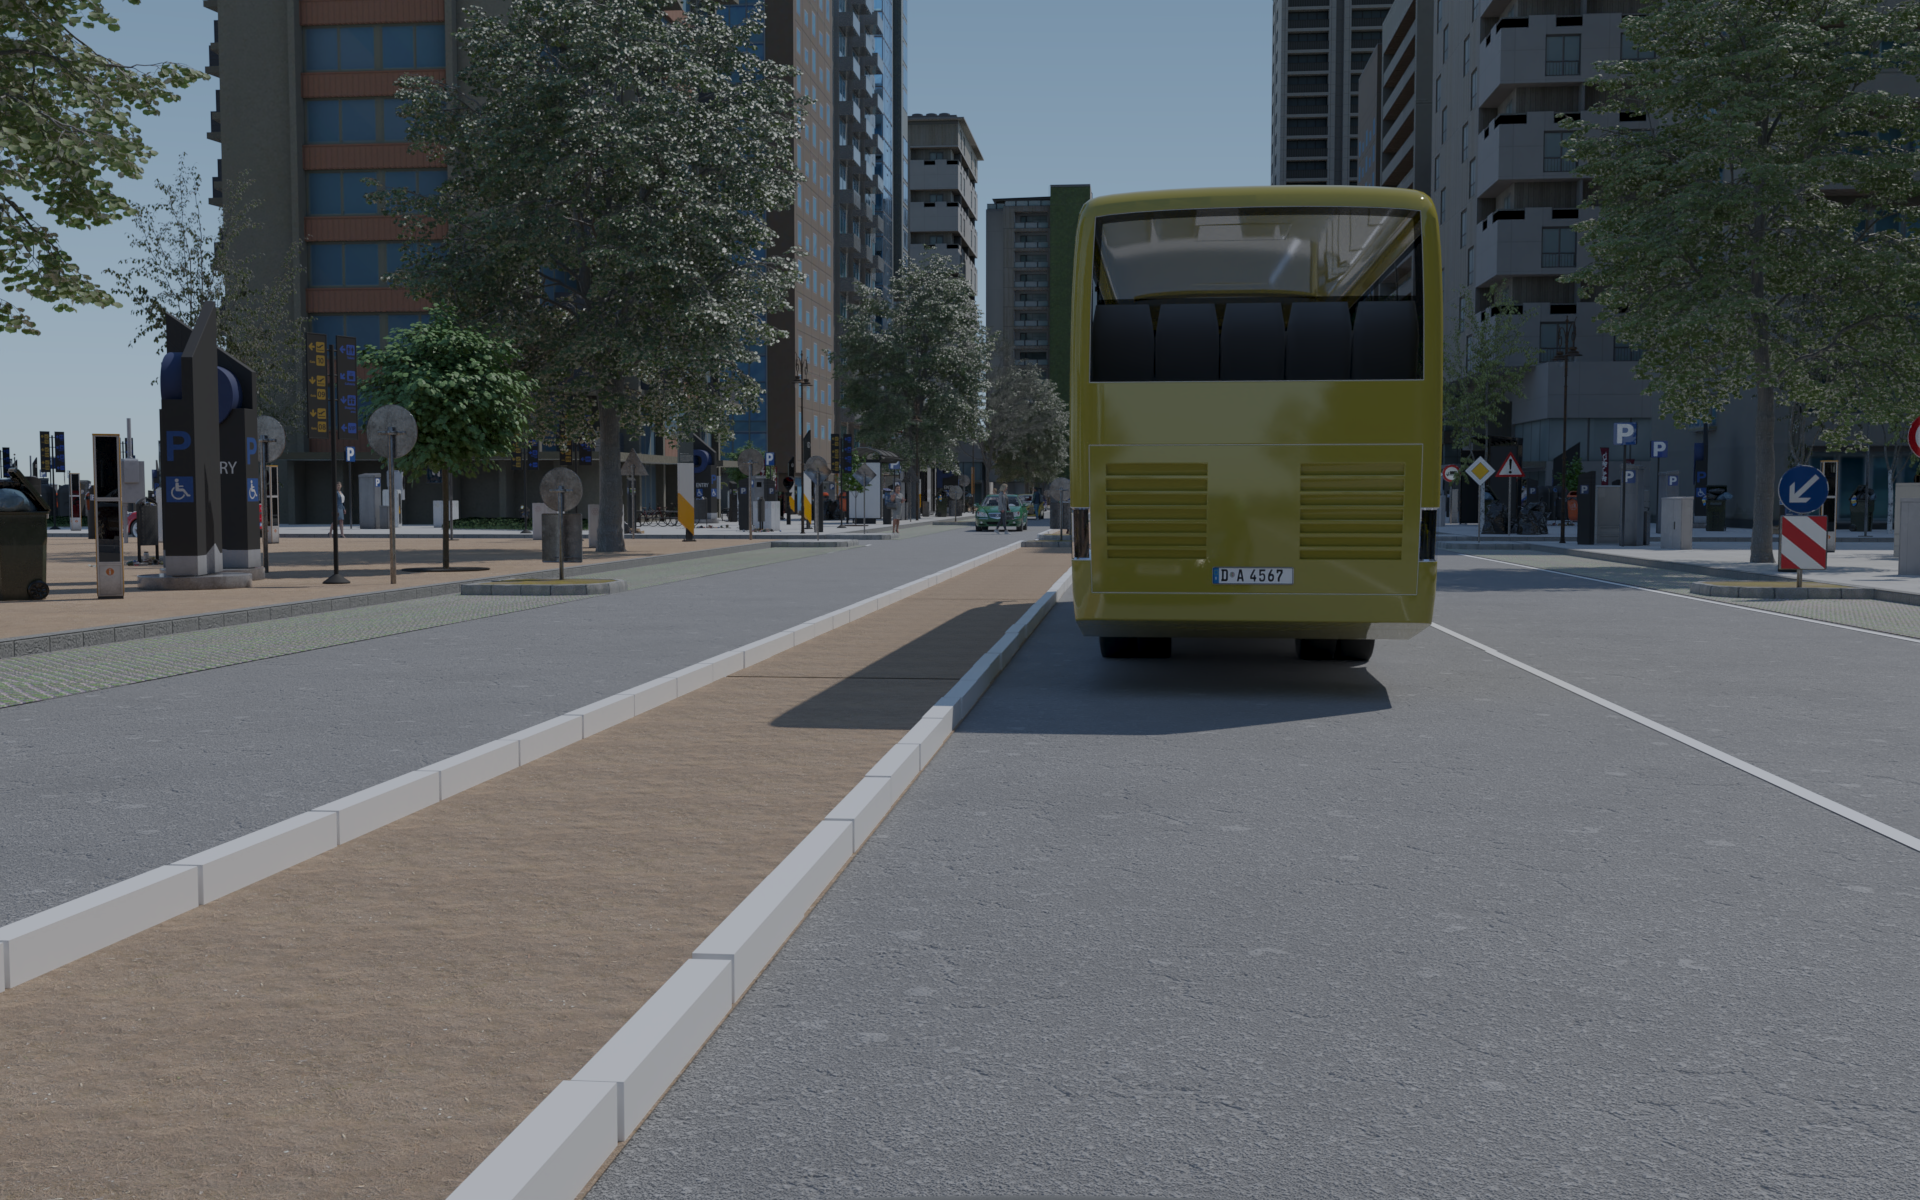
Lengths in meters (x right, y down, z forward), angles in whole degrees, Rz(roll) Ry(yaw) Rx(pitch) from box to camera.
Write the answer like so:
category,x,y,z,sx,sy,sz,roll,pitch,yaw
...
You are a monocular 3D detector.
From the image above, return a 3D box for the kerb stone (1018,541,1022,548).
category,x,y,z,sx,sy,sz,roll,pitch,yaw
kerb stone,1.457,-1.409,45.239,0.120,0.150,1.000,0,4,6

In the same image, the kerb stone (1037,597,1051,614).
category,x,y,z,sx,sy,sz,roll,pitch,yaw
kerb stone,0.970,0.096,20.621,0.120,0.150,1.000,0,4,6

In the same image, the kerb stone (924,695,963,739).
category,x,y,z,sx,sy,sz,roll,pitch,yaw
kerb stone,-0.107,0.719,10.433,0.120,0.150,1.000,0,4,6

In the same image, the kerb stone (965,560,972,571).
category,x,y,z,sx,sy,sz,roll,pitch,yaw
kerb stone,0.057,-0.599,31.996,0.120,0.150,1.000,0,4,6

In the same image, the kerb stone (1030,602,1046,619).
category,x,y,z,sx,sy,sz,roll,pitch,yaw
kerb stone,0.858,0.158,19.605,0.120,0.150,1.000,0,4,6

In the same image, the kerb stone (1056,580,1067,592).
category,x,y,z,sx,sy,sz,roll,pitch,yaw
kerb stone,1.402,-0.153,24.719,0.120,0.150,1.000,0,4,6

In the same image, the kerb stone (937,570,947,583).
category,x,y,z,sx,sy,sz,roll,pitch,yaw
kerb stone,-0.369,-0.344,27.905,0.120,0.150,1.000,0,4,6

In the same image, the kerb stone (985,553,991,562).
category,x,y,z,sx,sy,sz,roll,pitch,yaw
kerb stone,0.485,-0.848,36.068,0.120,0.150,1.000,0,4,6

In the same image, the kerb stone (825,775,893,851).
category,x,y,z,sx,sy,sz,roll,pitch,yaw
kerb stone,-0.426,0.911,7.370,0.120,0.150,1.000,0,4,6

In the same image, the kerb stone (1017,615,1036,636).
category,x,y,z,sx,sy,sz,roll,pitch,yaw
kerb stone,0.649,0.283,17.564,0.120,0.150,1.000,0,4,6

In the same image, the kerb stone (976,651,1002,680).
category,x,y,z,sx,sy,sz,roll,pitch,yaw
kerb stone,0.210,0.537,13.487,0.120,0.150,1.000,0,4,6

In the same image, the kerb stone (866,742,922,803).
category,x,y,z,sx,sy,sz,roll,pitch,yaw
kerb stone,-0.321,0.845,8.388,0.120,0.150,1.000,0,4,6

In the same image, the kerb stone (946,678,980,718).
category,x,y,z,sx,sy,sz,roll,pitch,yaw
kerb stone,0.007,0.659,11.453,0.120,0.150,1.000,0,4,6

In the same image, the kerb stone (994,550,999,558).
category,x,y,z,sx,sy,sz,roll,pitch,yaw
kerb stone,0.696,-0.973,38.108,0.120,0.150,1.000,0,4,6

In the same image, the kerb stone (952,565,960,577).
category,x,y,z,sx,sy,sz,roll,pitch,yaw
kerb stone,-0.154,-0.474,29.941,0.120,0.150,1.000,0,4,6

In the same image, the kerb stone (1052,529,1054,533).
category,x,y,z,sx,sy,sz,roll,pitch,yaw
kerb stone,3.125,-2.378,61.092,0.120,0.150,1.000,0,4,6

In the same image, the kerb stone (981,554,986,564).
category,x,y,z,sx,sy,sz,roll,pitch,yaw
kerb stone,0.380,-0.786,35.052,0.120,0.150,1.000,0,4,6

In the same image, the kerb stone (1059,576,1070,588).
category,x,y,z,sx,sy,sz,roll,pitch,yaw
kerb stone,1.512,-0.217,25.741,0.120,0.150,1.000,0,4,6

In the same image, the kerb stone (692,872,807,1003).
category,x,y,z,sx,sy,sz,roll,pitch,yaw
kerb stone,-0.637,1.032,5.337,0.120,0.150,1.000,0,4,6

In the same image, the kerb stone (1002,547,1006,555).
category,x,y,z,sx,sy,sz,roll,pitch,yaw
kerb stone,0.916,-1.098,40.147,0.120,0.150,1.000,0,4,6

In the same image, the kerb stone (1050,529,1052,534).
category,x,y,z,sx,sy,sz,roll,pitch,yaw
kerb stone,3.021,-2.317,60.071,0.120,0.150,1.000,0,4,6

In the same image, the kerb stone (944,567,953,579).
category,x,y,z,sx,sy,sz,roll,pitch,yaw
kerb stone,-0.269,-0.411,28.926,0.120,0.150,1.000,0,4,6

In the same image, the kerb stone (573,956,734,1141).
category,x,y,z,sx,sy,sz,roll,pitch,yaw
kerb stone,-0.744,1.101,4.305,0.120,0.150,1.000,0,4,6

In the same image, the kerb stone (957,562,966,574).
category,x,y,z,sx,sy,sz,roll,pitch,yaw
kerb stone,-0.048,-0.534,30.967,0.120,0.150,1.000,0,4,6

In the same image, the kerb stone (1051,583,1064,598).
category,x,y,z,sx,sy,sz,roll,pitch,yaw
kerb stone,1.302,-0.091,23.689,0.120,0.150,1.000,0,4,6

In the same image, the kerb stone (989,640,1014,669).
category,x,y,z,sx,sy,sz,roll,pitch,yaw
kerb stone,0.330,0.471,14.502,0.120,0.150,1.000,0,4,6

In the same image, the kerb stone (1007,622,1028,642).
category,x,y,z,sx,sy,sz,roll,pitch,yaw
kerb stone,0.530,0.345,16.549,0.120,0.150,1.000,0,4,6

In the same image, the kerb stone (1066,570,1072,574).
category,x,y,z,sx,sy,sz,roll,pitch,yaw
kerb stone,1.728,-0.342,27.780,0.120,0.150,1.000,0,4,6

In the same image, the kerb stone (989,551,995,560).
category,x,y,z,sx,sy,sz,roll,pitch,yaw
kerb stone,0.597,-0.911,37.091,0.120,0.150,1.000,0,4,6

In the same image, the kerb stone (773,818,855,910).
category,x,y,z,sx,sy,sz,roll,pitch,yaw
kerb stone,-0.537,0.979,6.355,0.120,0.150,1.000,0,4,6

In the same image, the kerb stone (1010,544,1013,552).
category,x,y,z,sx,sy,sz,roll,pitch,yaw
kerb stone,1.135,-1.214,42.180,0.120,0.150,1.000,0,4,6

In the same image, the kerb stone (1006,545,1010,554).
category,x,y,z,sx,sy,sz,roll,pitch,yaw
kerb stone,1.025,-1.159,41.163,0.120,0.150,1.000,0,4,6

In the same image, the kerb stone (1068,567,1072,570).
category,x,y,z,sx,sy,sz,roll,pitch,yaw
kerb stone,1.843,-0.404,28.796,0.120,0.150,1.000,0,4,6

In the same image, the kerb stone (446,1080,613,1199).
category,x,y,z,sx,sy,sz,roll,pitch,yaw
kerb stone,-0.860,1.156,3.290,0.120,0.150,1.000,0,4,6

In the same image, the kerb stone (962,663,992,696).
category,x,y,z,sx,sy,sz,roll,pitch,yaw
kerb stone,0.111,0.597,12.470,0.120,0.150,1.000,0,4,6

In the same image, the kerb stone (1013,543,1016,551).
category,x,y,z,sx,sy,sz,roll,pitch,yaw
kerb stone,1.245,-1.284,43.196,0.120,0.150,1.000,0,4,6

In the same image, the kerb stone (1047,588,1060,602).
category,x,y,z,sx,sy,sz,roll,pitch,yaw
kerb stone,1.191,-0.026,22.668,0.120,0.150,1.000,0,4,6

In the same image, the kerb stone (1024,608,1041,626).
category,x,y,z,sx,sy,sz,roll,pitch,yaw
kerb stone,0.755,0.221,18.588,0.120,0.150,1.000,0,4,6

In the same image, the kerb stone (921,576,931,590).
category,x,y,z,sx,sy,sz,roll,pitch,yaw
kerb stone,-0.592,-0.221,25.869,0.120,0.150,1.000,0,4,6

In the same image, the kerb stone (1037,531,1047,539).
category,x,y,z,sx,sy,sz,roll,pitch,yaw
kerb stone,2.695,-2.129,57.012,0.120,0.150,1.000,0,4,6

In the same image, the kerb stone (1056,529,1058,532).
category,x,y,z,sx,sy,sz,roll,pitch,yaw
kerb stone,3.446,-2.560,64.148,0.120,0.150,1.000,0,4,6

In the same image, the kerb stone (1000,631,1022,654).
category,x,y,z,sx,sy,sz,roll,pitch,yaw
kerb stone,0.435,0.412,15.525,0.120,0.150,1.000,0,4,6

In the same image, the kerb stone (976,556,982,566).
category,x,y,z,sx,sy,sz,roll,pitch,yaw
kerb stone,0.273,-0.724,34.034,0.120,0.150,1.000,0,4,6

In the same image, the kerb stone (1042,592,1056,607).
category,x,y,z,sx,sy,sz,roll,pitch,yaw
kerb stone,1.080,0.035,21.648,0.120,0.150,1.000,0,4,6

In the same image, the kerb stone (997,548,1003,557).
category,x,y,z,sx,sy,sz,roll,pitch,yaw
kerb stone,0.808,-1.036,39.131,0.120,0.150,1.000,0,4,6

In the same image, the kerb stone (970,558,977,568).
category,x,y,z,sx,sy,sz,roll,pitch,yaw
kerb stone,0.160,-0.662,33.013,0.120,0.150,1.000,0,4,6

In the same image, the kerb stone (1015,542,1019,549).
category,x,y,z,sx,sy,sz,roll,pitch,yaw
kerb stone,1.344,-1.347,44.223,0.120,0.150,1.000,0,4,6

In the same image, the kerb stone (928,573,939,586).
category,x,y,z,sx,sy,sz,roll,pitch,yaw
kerb stone,-0.483,-0.287,26.887,0.120,0.150,1.000,0,4,6

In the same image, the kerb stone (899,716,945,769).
category,x,y,z,sx,sy,sz,roll,pitch,yaw
kerb stone,-0.209,0.782,9.404,0.120,0.150,1.000,0,4,6

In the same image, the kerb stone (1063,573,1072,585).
category,x,y,z,sx,sy,sz,roll,pitch,yaw
kerb stone,1.621,-0.279,26.757,0.120,0.150,1.000,0,4,6

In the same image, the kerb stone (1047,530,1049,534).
category,x,y,z,sx,sy,sz,roll,pitch,yaw
kerb stone,2.805,-2.192,58.029,0.120,0.150,1.000,0,4,6
